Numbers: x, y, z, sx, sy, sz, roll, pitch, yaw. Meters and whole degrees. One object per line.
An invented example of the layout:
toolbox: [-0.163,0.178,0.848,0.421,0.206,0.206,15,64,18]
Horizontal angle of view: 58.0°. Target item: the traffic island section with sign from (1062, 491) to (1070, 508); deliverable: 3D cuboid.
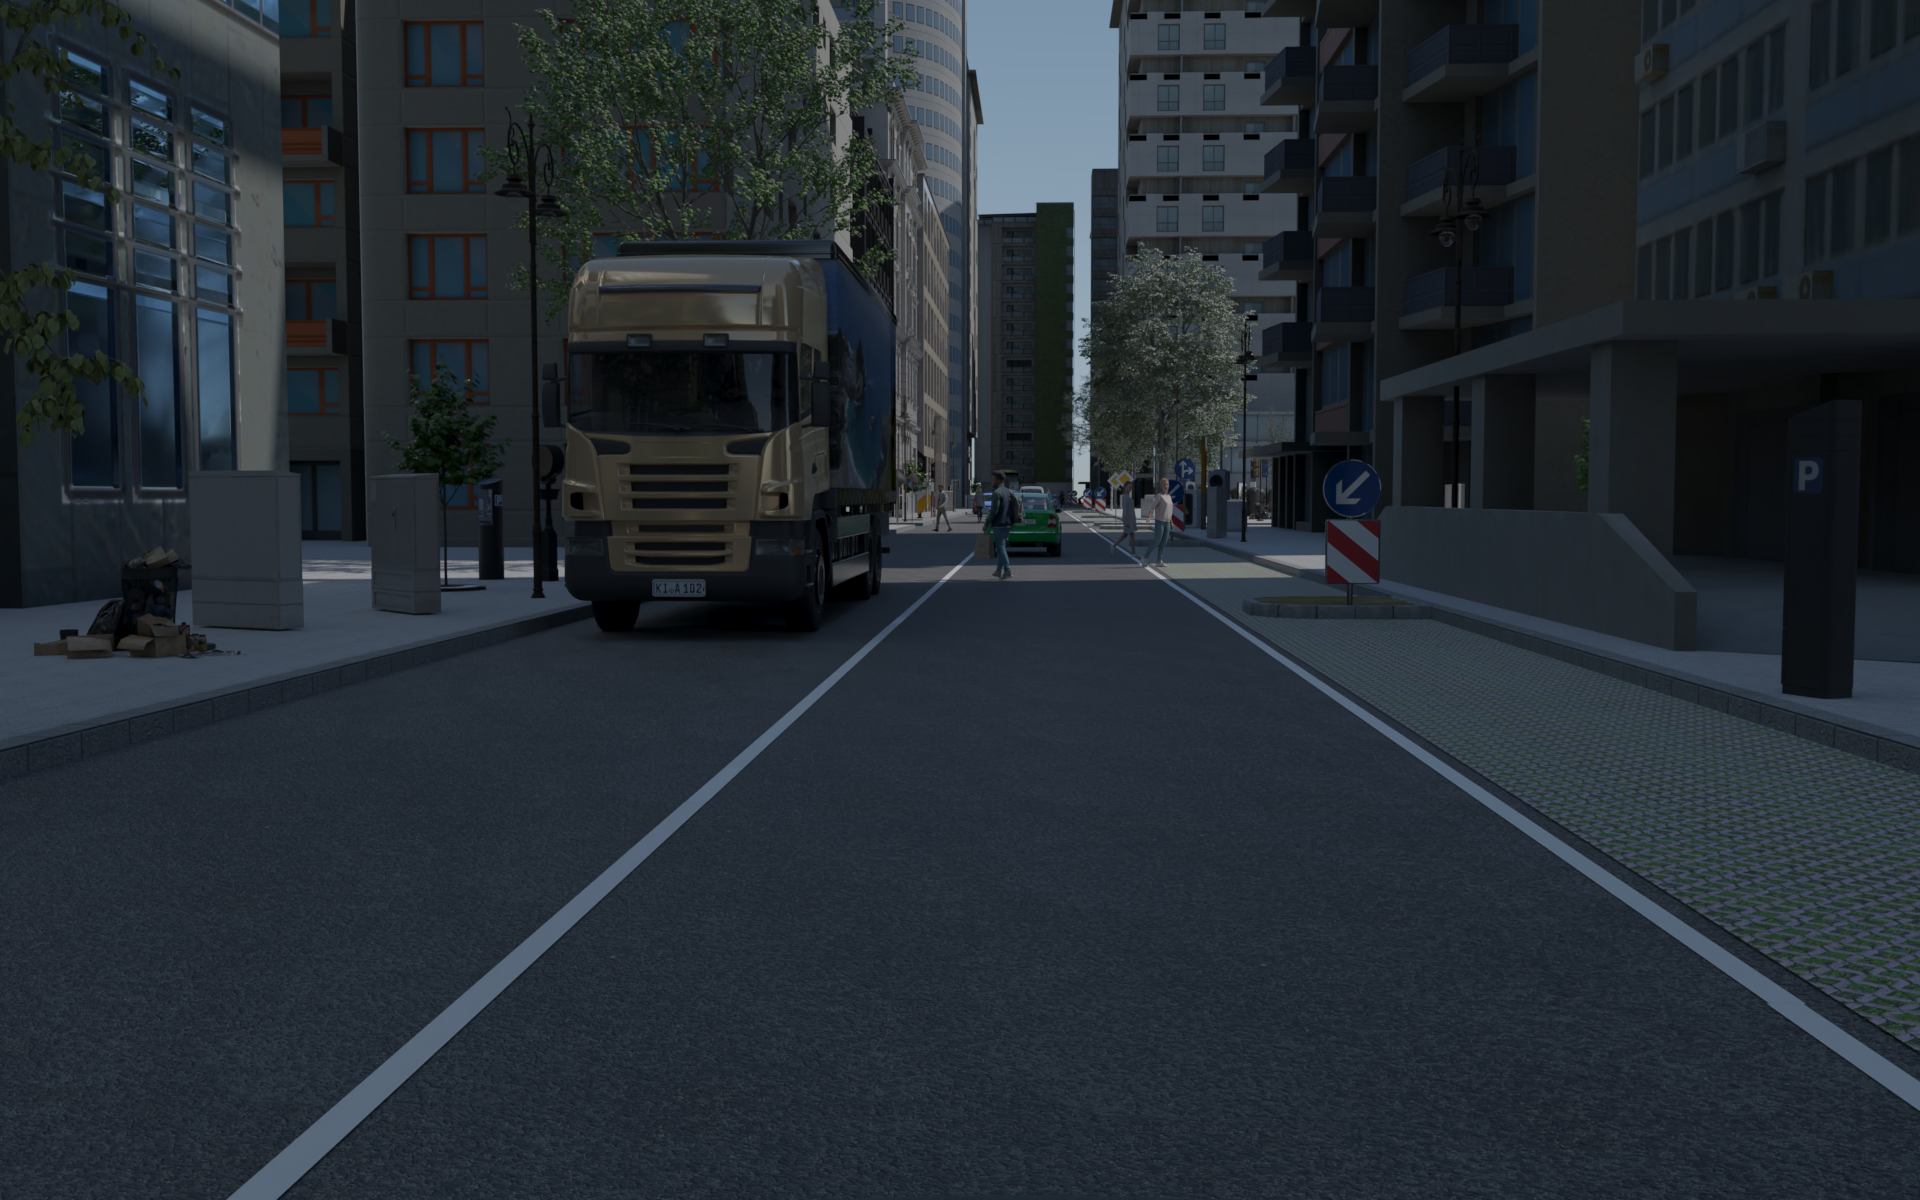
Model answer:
traffic island section with sign: [11.779,-10.492,180.178,1.989,1.847,2.006,0,4,3]

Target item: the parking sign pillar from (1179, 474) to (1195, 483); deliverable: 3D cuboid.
parking sign pillar: [18.431,-9.311,140.707,1.447,3.967,1.447,0,4,4]

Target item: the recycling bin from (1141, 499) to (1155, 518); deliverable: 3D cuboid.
recycling bin: [10.119,-4.920,92.996,0.722,1.027,0.722,1,4,15]

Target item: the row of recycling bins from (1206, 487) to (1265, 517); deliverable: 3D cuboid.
row of recycling bins: [15.456,-5.629,99.148,3.534,1.692,1.069,0,4,-8]

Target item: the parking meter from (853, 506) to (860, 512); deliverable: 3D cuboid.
parking meter: [-3.610,-3.130,59.589,0.372,1.533,0.369,0,3,0]

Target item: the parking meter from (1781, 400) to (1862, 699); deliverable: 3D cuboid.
parking meter: [5.452,-0.323,10.986,0.255,1.863,0.399,-1,4,-20]

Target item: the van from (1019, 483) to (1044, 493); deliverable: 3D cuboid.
van: [3.996,-5.490,96.772,2.013,2.044,4.112,0,4,3]

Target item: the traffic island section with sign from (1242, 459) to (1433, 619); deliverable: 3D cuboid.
traffic island section with sign: [4.425,-0.735,20.645,1.989,1.847,2.006,0,4,3]

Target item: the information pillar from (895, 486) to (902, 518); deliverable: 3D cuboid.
information pillar: [-3.329,-5.471,93.947,0.304,2.012,0.304,2,4,31]

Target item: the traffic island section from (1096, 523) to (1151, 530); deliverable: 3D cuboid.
traffic island section: [6.715,-2.953,70.555,2.009,0.180,2.903,0,4,3]

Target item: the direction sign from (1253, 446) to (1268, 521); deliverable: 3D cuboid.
direction sign: [14.190,-5.491,81.775,0.876,3.537,0.379,-2,4,-29]

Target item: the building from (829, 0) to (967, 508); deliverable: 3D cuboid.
building: [-10.412,-38.262,167.580,21.231,58.520,28.212,0,4,3]

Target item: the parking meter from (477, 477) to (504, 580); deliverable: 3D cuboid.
parking meter: [-7.039,-1.075,25.986,0.372,1.533,0.369,0,3,0]

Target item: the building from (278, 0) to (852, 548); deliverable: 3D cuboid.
building: [-19.310,-12.852,55.174,28.899,21.520,27.650,0,4,3]

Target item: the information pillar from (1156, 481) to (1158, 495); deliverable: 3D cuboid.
information pillar: [11.463,-5.837,99.932,0.304,2.012,0.304,-3,5,-42]

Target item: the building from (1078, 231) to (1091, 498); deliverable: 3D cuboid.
building: [31.472,-36.271,247.654,28.867,44.769,22.147,0,4,3]

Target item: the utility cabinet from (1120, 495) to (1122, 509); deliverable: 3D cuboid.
utility cabinet: [14.143,-8.589,151.588,0.306,1.237,1.020,0,4,4]

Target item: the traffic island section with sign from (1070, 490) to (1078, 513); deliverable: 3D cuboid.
traffic island section with sign: [9.485,-7.468,130.724,1.989,1.847,2.006,0,4,3]

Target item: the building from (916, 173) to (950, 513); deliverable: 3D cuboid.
building: [-11.309,-20.317,136.703,19.350,26.468,34.151,0,4,3]

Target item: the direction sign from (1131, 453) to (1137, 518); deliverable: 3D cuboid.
direction sign: [9.435,-6.254,94.254,0.379,3.537,0.876,1,4,22]

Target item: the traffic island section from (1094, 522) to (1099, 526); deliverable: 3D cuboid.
traffic island section: [7.083,-3.440,78.532,2.009,0.180,2.903,0,4,3]

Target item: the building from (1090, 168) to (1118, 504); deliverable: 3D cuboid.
building: [23.508,-32.786,219.638,14.154,41.232,14.086,0,4,3]

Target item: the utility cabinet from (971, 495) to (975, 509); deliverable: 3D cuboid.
utility cabinet: [1.058,-8.677,153.038,0.306,1.237,1.020,1,4,19]

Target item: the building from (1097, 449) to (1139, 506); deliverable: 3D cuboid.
building: [27.320,-53.999,195.556,22.319,86.520,31.000,0,4,3]

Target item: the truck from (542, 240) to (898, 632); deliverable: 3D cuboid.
truck: [-2.464,-1.991,21.467,2.839,4.237,11.283,0,4,3]

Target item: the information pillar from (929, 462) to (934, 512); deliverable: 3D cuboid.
information pillar: [-1.950,-7.985,121.915,0.504,3.616,0.183,-1,4,-16]

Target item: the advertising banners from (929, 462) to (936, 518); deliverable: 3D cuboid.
advertising banners: [-1.514,-6.039,94.922,0.090,3.025,2.074,1,4,9]

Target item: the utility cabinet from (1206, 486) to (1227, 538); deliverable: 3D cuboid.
utility cabinet: [7.515,-2.571,50.714,0.318,1.500,1.173,2,4,24]

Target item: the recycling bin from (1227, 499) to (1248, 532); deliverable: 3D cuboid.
recycling bin: [9.459,-2.860,59.310,0.722,1.027,0.722,1,4,14]

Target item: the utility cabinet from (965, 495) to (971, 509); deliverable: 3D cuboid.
utility cabinet: [0.587,-8.603,151.826,0.306,1.237,1.020,0,4,3]

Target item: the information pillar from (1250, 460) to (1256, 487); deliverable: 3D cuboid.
information pillar: [19.853,-7.708,117.376,0.183,3.616,0.504,-2,4,-33]

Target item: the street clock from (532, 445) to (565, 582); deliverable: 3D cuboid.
street clock: [-6.037,-1.275,25.423,0.471,2.002,0.358,3,4,36]

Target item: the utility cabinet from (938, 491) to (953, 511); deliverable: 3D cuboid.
utility cabinet: [-1.072,-7.432,130.188,1.173,1.500,0.318,0,4,6]

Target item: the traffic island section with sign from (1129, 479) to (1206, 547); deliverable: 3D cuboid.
traffic island section with sign: [5.666,-2.382,47.572,1.989,1.847,2.006,0,4,3]

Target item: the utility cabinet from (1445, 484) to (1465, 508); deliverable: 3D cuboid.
utility cabinet: [10.619,-1.747,37.240,0.318,1.500,1.173,1,4,22]

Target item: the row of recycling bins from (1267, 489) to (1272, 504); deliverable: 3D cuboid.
row of recycling bins: [21.373,-7.248,125.610,3.534,1.692,1.069,2,4,27]

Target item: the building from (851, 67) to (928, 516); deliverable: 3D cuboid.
building: [-9.559,-19.567,107.313,14.401,28.519,23.554,0,4,3]

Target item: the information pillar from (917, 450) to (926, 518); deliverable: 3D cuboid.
information pillar: [-2.028,-6.091,90.941,0.504,3.616,0.183,0,4,-5]

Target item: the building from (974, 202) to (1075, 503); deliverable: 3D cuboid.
building: [9.030,-34.324,244.787,14.086,41.232,14.154,0,4,3]

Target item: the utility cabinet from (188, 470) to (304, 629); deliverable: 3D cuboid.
utility cabinet: [-6.794,-0.478,16.502,1.173,1.500,0.318,2,4,27]

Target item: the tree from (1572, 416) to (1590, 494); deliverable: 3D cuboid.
tree: [13.525,-2.585,36.874,1.663,3.219,1.824,0,3,0]

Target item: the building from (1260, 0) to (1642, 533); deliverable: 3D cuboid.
building: [21.196,-24.390,53.401,22.147,44.769,28.867,0,4,3]

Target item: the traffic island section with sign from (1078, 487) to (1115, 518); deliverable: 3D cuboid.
traffic island section with sign: [8.223,-5.780,103.134,1.989,1.847,2.006,0,4,3]

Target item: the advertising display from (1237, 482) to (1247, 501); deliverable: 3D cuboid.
advertising display: [15.421,-5.479,94.790,0.123,1.923,0.974,3,4,36]

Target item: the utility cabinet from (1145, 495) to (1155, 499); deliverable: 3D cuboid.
utility cabinet: [13.215,-6.647,119.841,0.306,1.237,1.020,-3,4,-37]

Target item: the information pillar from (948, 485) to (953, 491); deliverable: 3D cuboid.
information pillar: [-0.803,-8.301,140.220,0.304,2.012,0.304,2,4,35]

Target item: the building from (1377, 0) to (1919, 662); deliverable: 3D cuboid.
building: [22.237,-20.013,19.090,32.217,40.220,23.993,0,4,3]

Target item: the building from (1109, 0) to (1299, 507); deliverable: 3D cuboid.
building: [29.228,-35.354,167.276,28.713,52.752,27.495,0,4,3]

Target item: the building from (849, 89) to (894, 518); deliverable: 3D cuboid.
building: [-10.147,-15.789,87.820,12.332,23.373,15.834,0,4,3]

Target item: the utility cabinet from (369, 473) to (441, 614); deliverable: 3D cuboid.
utility cabinet: [-6.028,-0.617,18.767,0.318,1.500,1.173,-3,5,-40]

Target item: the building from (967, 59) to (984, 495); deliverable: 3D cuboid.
building: [-11.255,-38.264,214.847,27.495,52.752,28.713,0,4,3]

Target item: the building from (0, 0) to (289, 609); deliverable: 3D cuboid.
building: [-20.033,-42.570,8.690,22.319,86.520,31.000,0,4,3]
